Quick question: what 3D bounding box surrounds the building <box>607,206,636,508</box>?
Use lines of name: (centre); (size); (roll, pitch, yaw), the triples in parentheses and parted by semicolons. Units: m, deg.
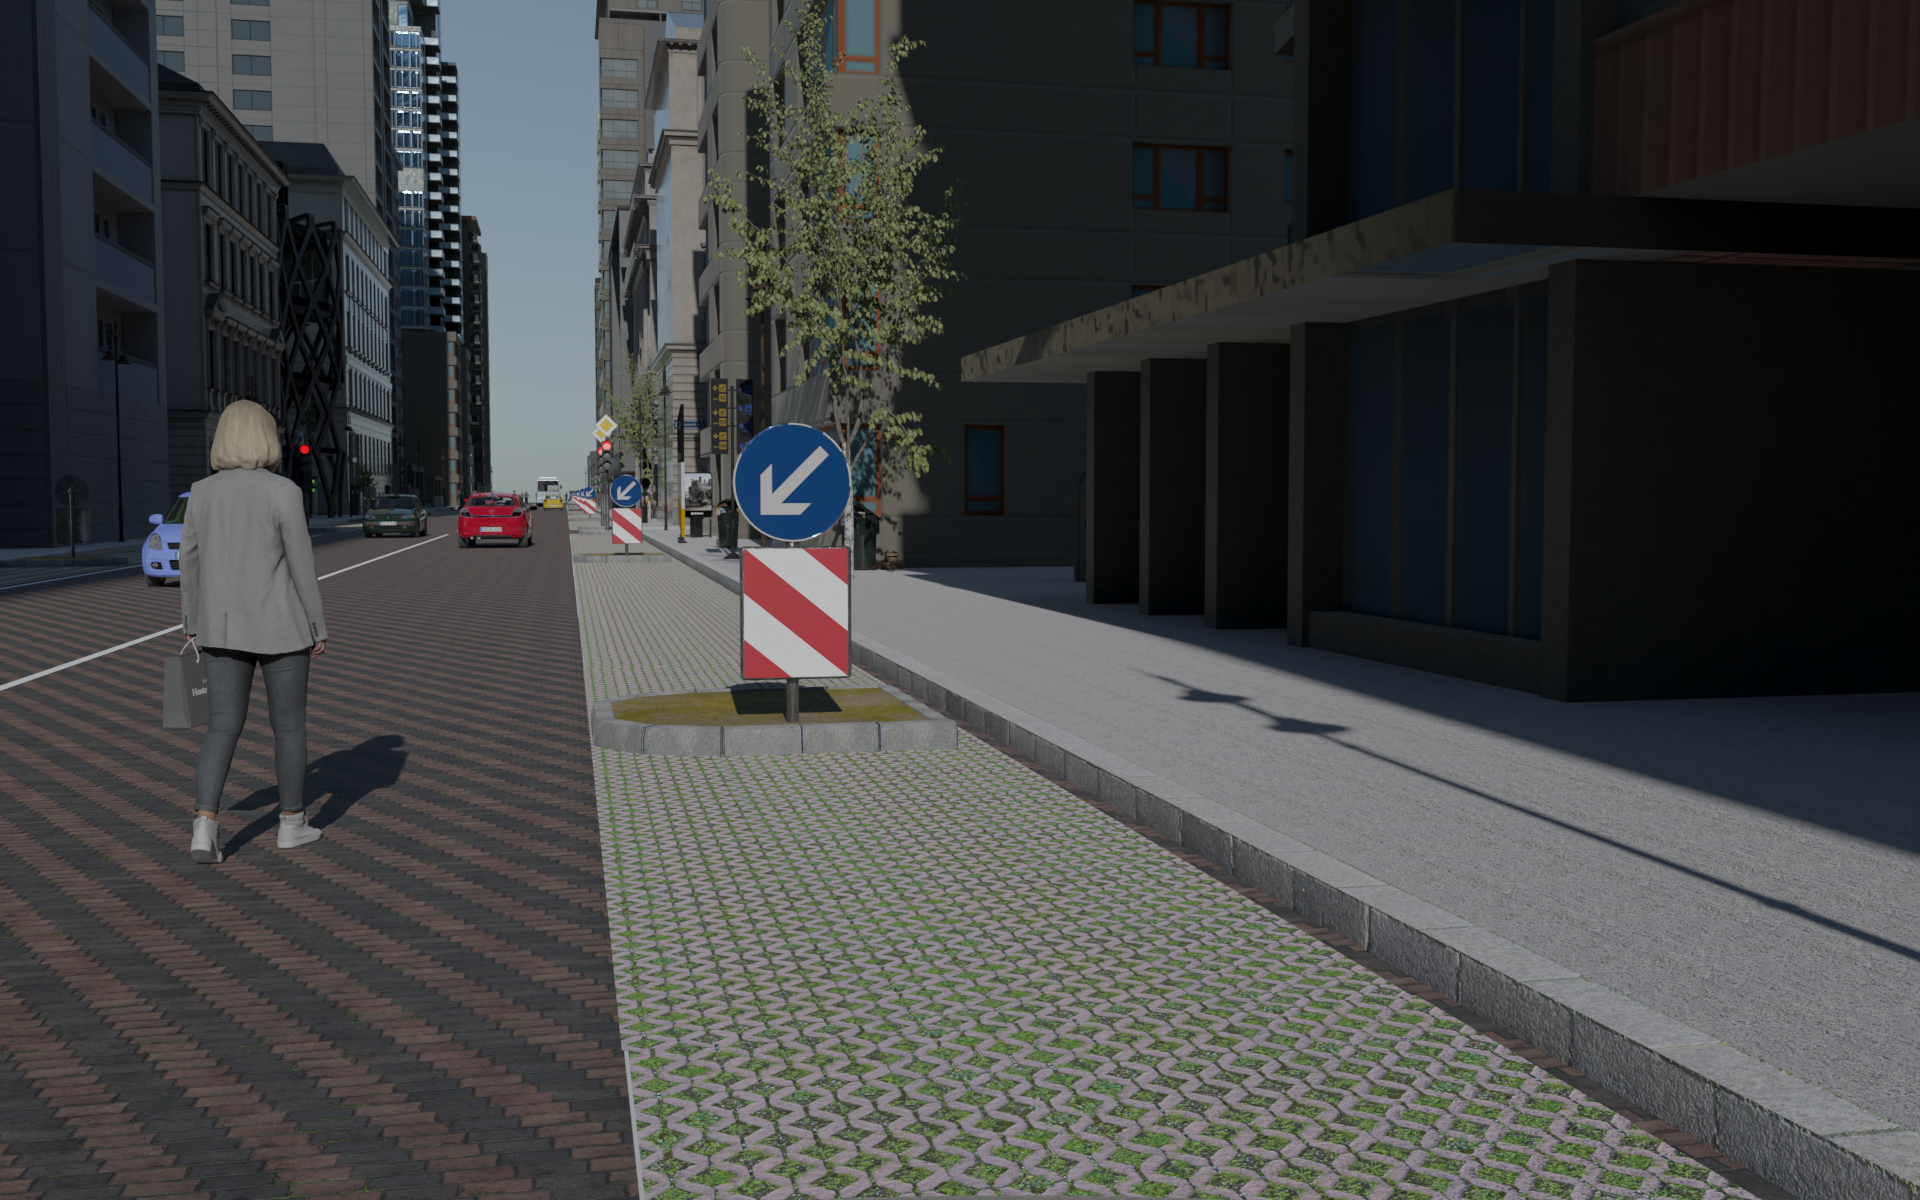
building: (-18.699, -18.988, 129.517); (14.314, 24.678, 30.058); (-1, 4, -13)

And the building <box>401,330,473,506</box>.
building: (-70.293, -21.443, 195.638); (27.650, 21.520, 28.899); (-1, 4, -13)

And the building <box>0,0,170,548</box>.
building: (-37.167, -30.735, 44.517); (28.212, 58.520, 21.231); (-1, 4, -13)

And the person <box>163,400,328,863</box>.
person: (-2.882, 0.112, 6.857); (0.709, 1.800, 0.728); (0, 4, 8)

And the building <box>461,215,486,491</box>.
building: (-83.770, -37.145, 261.942); (22.147, 44.769, 28.867); (-1, 4, -13)

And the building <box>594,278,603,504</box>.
building: (-41.806, -28.188, 232.574); (14.160, 30.474, 14.107); (-1, 4, -13)

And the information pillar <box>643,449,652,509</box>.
information pillar: (-16.055, -5.967, 88.920); (0.504, 3.616, 0.183); (1, 4, 18)

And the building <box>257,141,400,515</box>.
building: (-48.195, -17.487, 119.203); (16.112, 22.955, 30.059); (-1, 4, -13)

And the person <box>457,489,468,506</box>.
person: (-41.351, -8.271, 143.806); (0.705, 1.814, 1.350); (2, 4, 25)

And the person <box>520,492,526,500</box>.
person: (-63.703, -14.843, 251.904); (1.217, 1.735, 0.721); (0, 4, -6)

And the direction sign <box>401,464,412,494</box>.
direction sign: (-42.199, -8.575, 132.191); (0.379, 3.537, 0.876); (3, 5, 39)

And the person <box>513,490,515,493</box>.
person: (-46.165, -10.461, 179.469); (1.348, 1.831, 0.705); (0, 4, -3)

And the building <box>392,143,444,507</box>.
building: (-67.696, -29.126, 168.093); (32.217, 40.220, 23.993); (-1, 4, -13)

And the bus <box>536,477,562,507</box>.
bus: (-46.748, -12.356, 196.884); (2.948, 3.499, 13.247); (-1, 4, -13)

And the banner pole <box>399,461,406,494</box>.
banner pole: (-41.540, -8.517, 129.267); (0.401, 3.779, 0.863); (1, 4, 23)

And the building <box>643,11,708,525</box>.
building: (3.575, -15.902, 79.077); (34.723, 24.649, 14.460); (-1, 4, -13)

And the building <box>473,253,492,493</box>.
building: (-84.679, -36.728, 284.091); (14.154, 41.232, 14.086); (-1, 4, -13)

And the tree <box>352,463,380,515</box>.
tree: (-36.266, -6.808, 105.914); (1.663, 3.219, 1.824); (0, 3, 0)

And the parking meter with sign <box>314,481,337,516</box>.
parking meter with sign: (-38.136, -6.554, 103.413); (0.543, 3.016, 1.738); (3, 4, 39)

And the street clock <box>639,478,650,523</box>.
street clock: (-13.939, -4.405, 76.592); (0.358, 2.002, 0.471); (3, 5, 42)

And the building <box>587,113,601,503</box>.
building: (-50.014, -59.397, 283.818); (22.319, 86.520, 31.000); (-1, 4, -13)

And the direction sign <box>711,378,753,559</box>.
direction sign: (-4.474, -2.574, 34.083); (0.876, 3.537, 0.379); (-2, 4, -29)

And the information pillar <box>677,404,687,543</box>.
information pillar: (-7.277, -3.293, 45.193); (0.183, 3.616, 0.504); (-1, 4, -21)

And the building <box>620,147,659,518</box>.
building: (-13.037, -15.987, 103.191); (13.314, 21.916, 24.055); (-1, 4, -13)

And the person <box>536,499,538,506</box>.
person: (-51.584, -12.407, 211.296); (0.705, 1.831, 1.348); (-2, 4, -27)

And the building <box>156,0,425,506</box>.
building: (-56.911, -43.309, 146.356); (20.563, 71.187, 20.611); (-1, 4, -13)

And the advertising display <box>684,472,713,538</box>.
advertising display: (-7.756, -2.795, 50.905); (0.974, 1.923, 0.123); (-1, 4, -23)

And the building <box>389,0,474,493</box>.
building: (-76.903, -56.188, 231.348); (22.319, 86.520, 31.000); (-1, 4, -13)

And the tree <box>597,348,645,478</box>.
tree: (-15.636, -8.275, 85.653); (4.737, 8.622, 4.395); (0, 3, 0)

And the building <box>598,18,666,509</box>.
building: (-24.813, -28.788, 154.279); (14.154, 41.232, 14.086); (-1, 4, -13)

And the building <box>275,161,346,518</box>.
building: (-41.479, -13.671, 90.967); (16.820, 18.784, 16.811); (-1, 4, -13)

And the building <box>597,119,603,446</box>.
building: (-31.056, -35.735, 203.867); (23.786, 49.044, 30.456); (-1, 4, -13)

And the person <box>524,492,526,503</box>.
person: (-67.057, -15.810, 267.128); (0.705, 1.807, 1.348); (-2, 4, -32)

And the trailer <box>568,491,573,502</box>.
trailer: (-65.257, -17.407, 291.658); (1.471, 1.999, 3.904); (-1, 4, -12)

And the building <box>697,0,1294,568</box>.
building: (8.038, -12.304, 46.204); (27.650, 21.520, 28.899); (-1, 4, -13)

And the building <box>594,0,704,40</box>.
building: (-21.923, -35.879, 175.864); (28.713, 52.752, 27.495); (-1, 4, -13)

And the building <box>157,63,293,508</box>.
building: (-35.100, -12.752, 73.119); (10.561, 19.102, 19.286); (-1, 4, -13)

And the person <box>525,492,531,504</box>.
person: (-64.486, -15.262, 258.026); (0.705, 1.826, 1.348); (2, 4, 24)

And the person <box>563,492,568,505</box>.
person: (-52.775, -13.622, 231.672); (0.568, 1.767, 0.683); (0, 4, -5)

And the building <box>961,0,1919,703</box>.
building: (13.649, -21.675, 9.014); (22.147, 44.769, 28.867); (-1, 4, -13)

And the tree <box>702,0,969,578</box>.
tree: (-1.702, -4.618, 25.866); (4.737, 8.622, 4.395); (0, 3, 0)
